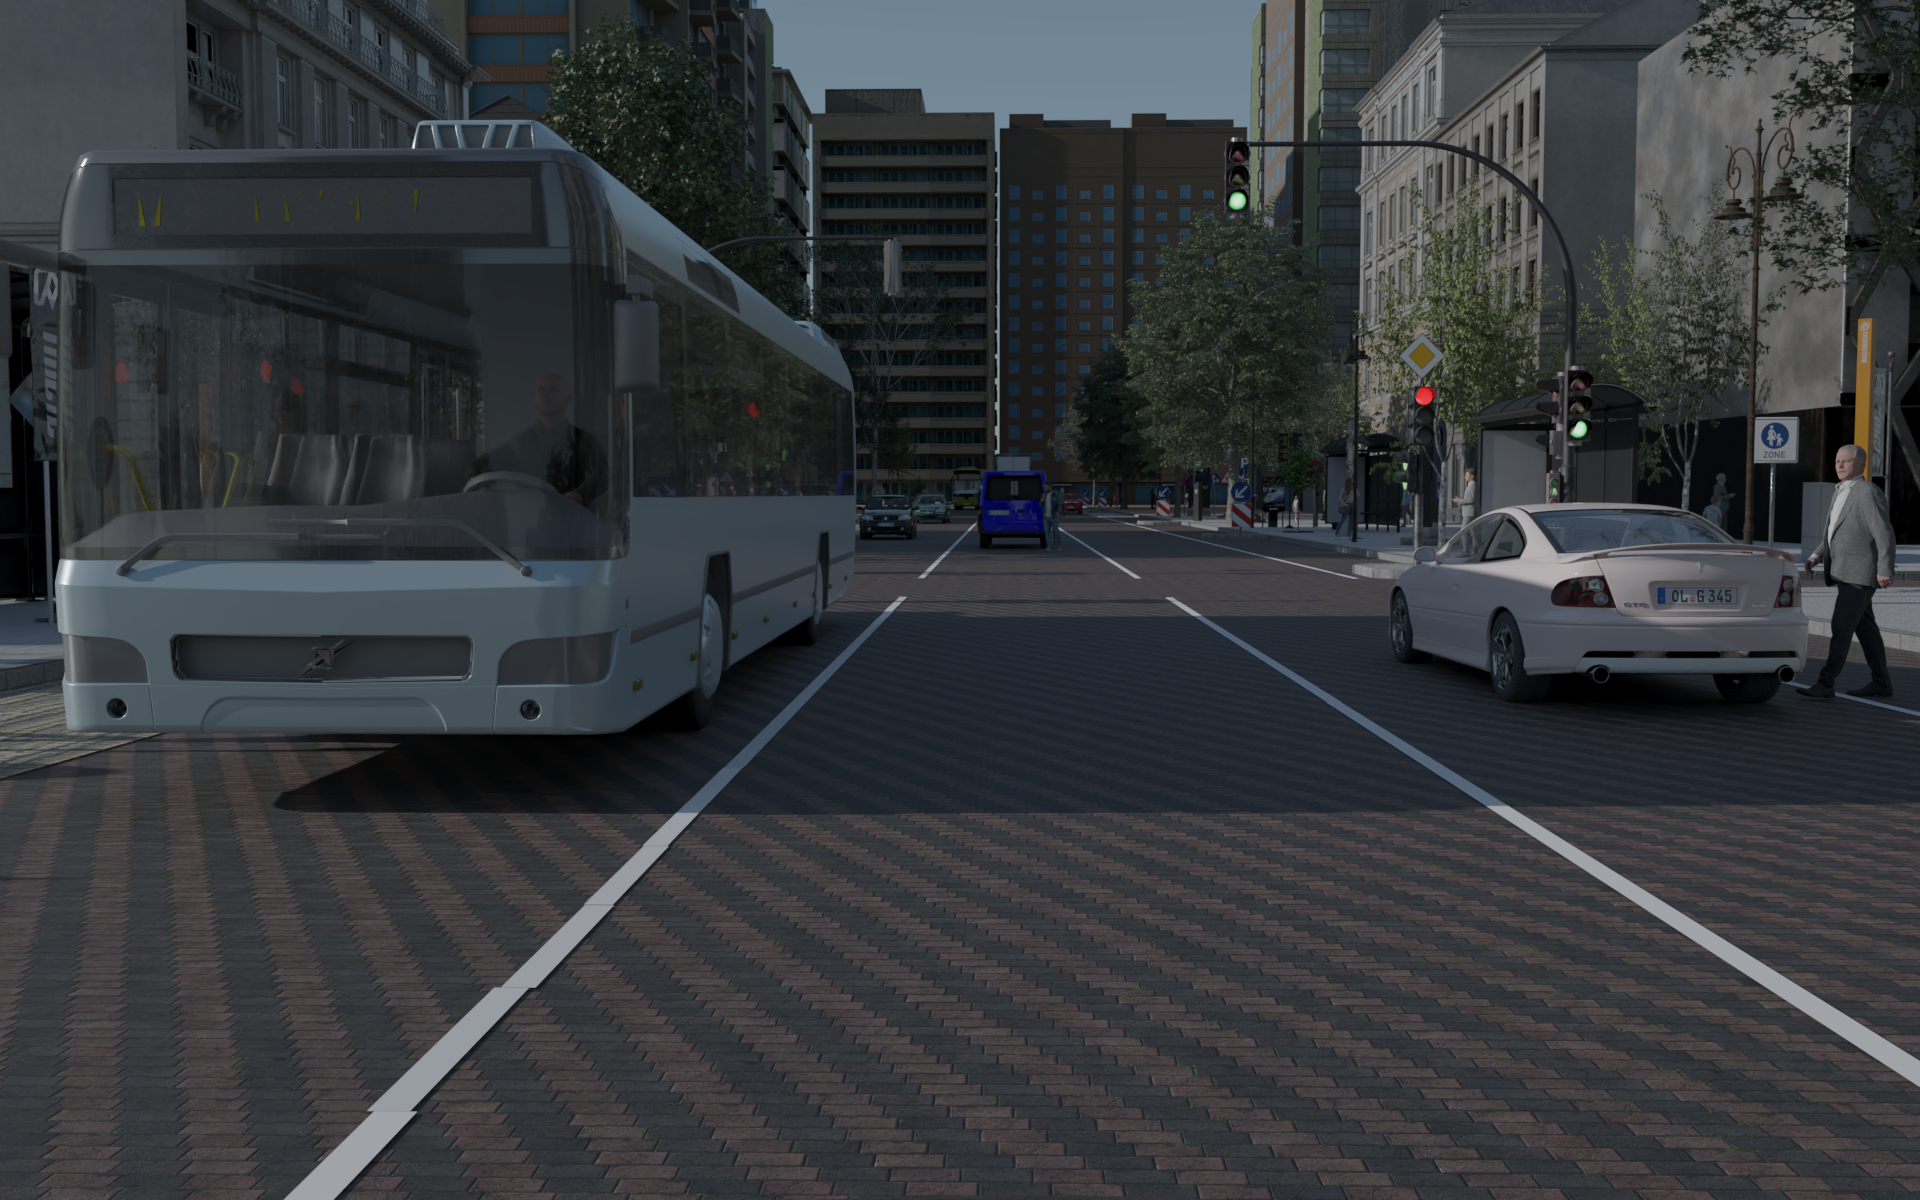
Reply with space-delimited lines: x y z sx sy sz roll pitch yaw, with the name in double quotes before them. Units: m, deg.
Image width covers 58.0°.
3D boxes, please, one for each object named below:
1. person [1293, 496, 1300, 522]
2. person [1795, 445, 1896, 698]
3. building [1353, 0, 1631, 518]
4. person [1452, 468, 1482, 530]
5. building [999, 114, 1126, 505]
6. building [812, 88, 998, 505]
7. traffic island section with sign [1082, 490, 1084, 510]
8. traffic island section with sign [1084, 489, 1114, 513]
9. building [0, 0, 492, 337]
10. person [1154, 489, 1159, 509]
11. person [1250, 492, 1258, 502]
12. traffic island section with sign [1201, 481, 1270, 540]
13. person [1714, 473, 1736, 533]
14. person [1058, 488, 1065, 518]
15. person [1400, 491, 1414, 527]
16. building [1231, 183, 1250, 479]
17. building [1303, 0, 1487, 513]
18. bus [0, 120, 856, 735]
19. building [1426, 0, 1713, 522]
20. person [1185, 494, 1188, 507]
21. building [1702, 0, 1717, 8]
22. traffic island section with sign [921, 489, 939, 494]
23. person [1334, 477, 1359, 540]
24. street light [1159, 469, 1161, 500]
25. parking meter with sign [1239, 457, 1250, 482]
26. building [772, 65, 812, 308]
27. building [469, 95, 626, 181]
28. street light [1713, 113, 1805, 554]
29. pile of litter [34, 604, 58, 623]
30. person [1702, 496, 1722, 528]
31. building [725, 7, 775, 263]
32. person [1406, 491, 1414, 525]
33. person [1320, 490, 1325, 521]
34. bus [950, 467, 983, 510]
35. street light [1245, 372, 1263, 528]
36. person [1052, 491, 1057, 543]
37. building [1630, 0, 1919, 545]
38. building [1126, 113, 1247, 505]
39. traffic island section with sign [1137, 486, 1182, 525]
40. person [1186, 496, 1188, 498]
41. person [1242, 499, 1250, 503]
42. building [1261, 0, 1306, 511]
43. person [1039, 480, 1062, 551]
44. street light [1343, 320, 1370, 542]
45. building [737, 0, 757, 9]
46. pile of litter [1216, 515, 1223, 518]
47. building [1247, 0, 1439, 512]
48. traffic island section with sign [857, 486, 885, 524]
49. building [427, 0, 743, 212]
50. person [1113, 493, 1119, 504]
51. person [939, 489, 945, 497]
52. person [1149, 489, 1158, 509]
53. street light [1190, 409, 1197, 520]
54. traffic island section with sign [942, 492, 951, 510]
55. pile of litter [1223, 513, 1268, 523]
"person" 15.321 -4.165 79.147 0.382 1.210 0.505 -2 4 -25
"person" 6.196 -0.199 12.151 0.834 1.777 0.661 -1 4 -9
"building" 30.076 -18.898 94.894 13.634 28.700 20.117 0 4 1
"person" 10.170 -1.745 34.769 0.583 1.804 0.606 1 4 18
"building" 11.834 -34.072 207.180 14.200 45.320 14.600 0 4 1
"building" -6.252 -35.908 210.799 21.600 48.544 21.300 0 4 1
"traffic island section with sign" 11.437 -9.231 159.547 1.989 1.847 2.006 0 4 1
"traffic island section with sign" 10.741 -7.575 132.475 1.989 1.847 2.006 0 4 1
"building" -24.437 -12.939 53.361 13.314 21.916 24.055 0 4 1
"person" 17.250 -8.846 151.409 1.217 1.736 0.721 -2 4 -25
"person" 21.785 -7.270 128.095 0.628 1.438 0.799 0 4 6
"traffic island section with sign" 8.733 -2.842 55.089 1.989 1.847 2.006 0 4 1
"person" 19.388 -2.308 43.957 0.590 1.801 0.661 2 4 31
"person" 6.078 -5.843 104.208 0.537 1.800 0.526 0 4 -1
"person" 17.320 -3.728 66.856 0.748 1.841 0.638 1 4 15
"building" 32.322 -23.932 162.983 14.160 30.474 14.107 0 4 1
"building" 30.769 -26.691 119.995 14.154 41.232 14.086 0 4 1
"bus" -2.668 -1.131 13.358 2.948 3.499 13.247 0 4 2
"building" 27.422 -13.877 76.035 9.793 20.994 18.267 0 4 1
"person" 23.246 -10.274 177.208 0.799 1.438 0.628 3 5 43
"building" 73.989 -44.012 157.840 20.611 71.187 20.563 0 4 1
"traffic island section with sign" -2.585 -7.598 132.861 1.989 1.847 2.006 0 4 1
"person" 10.778 -2.554 48.390 0.593 1.750 0.643 -2 4 -26
"street light" 12.059 -8.051 104.418 0.468 5.910 1.993 0 4 1
"parking meter with sign" 13.376 -5.281 82.601 0.543 3.016 1.738 0 4 -4
"building" -30.713 -38.230 214.306 27.495 52.752 28.713 0 4 1
"building" -22.101 -14.351 85.554 10.553 20.767 40.483 0 4 1
"street light" 9.843 -2.979 21.489 0.468 5.910 1.993 0 4 1
"pile of litter" -8.467 -0.230 17.725 1.719 0.858 1.176 -1 4 -13
"person" 14.996 -1.457 34.547 0.352 1.250 0.332 -2 4 -31
"building" -23.046 -28.024 141.781 14.154 41.232 14.086 0 4 1
"person" 18.718 -4.030 71.747 0.447 1.846 0.655 0 4 0
"person" 17.505 -4.649 82.452 0.661 1.777 0.834 -2 4 -24
"bus" 0.767 -10.280 159.629 2.896 3.916 12.252 0 4 2
"street light" 11.095 -5.673 65.547 0.468 5.910 1.993 0 4 1
"person" 2.623 -2.574 50.676 0.635 1.810 0.391 -1 4 -18
"building" 30.146 -11.042 47.997 16.811 18.784 16.820 0 4 1
"building" 26.031 -34.055 206.904 14.200 45.320 14.600 0 4 1
"traffic island section with sign" 9.433 -4.490 82.036 1.989 1.847 2.006 0 4 1
"person" 16.183 -6.902 119.606 1.217 1.736 0.721 0 4 6
"person" 12.428 -4.261 75.681 0.622 1.834 0.822 1 4 22
"building" 31.503 -29.598 134.035 14.600 45.320 14.200 0 4 1
"person" 2.288 -2.137 43.790 0.623 1.781 0.721 1 4 14
"street light" 10.531 -4.482 46.076 0.468 5.910 1.993 0 4 1
"building" -31.083 -51.758 158.914 31.000 86.520 22.319 0 4 1
"pile of litter" 14.140 -4.746 91.566 1.176 0.858 1.719 1 4 16
"building" 31.638 -28.428 148.393 14.154 41.232 14.086 0 4 1
"traffic island section with sign" -3.871 -4.555 83.098 1.989 1.847 2.006 0 4 1
"building" -27.157 -28.484 120.336 22.147 44.769 28.867 0 4 1
"person" 16.219 -10.493 180.856 1.065 1.426 0.557 -2 4 -27
"person" -1.086 -5.244 95.075 0.563 1.720 0.643 1 4 17
"person" 16.258 -8.492 145.606 0.721 1.735 1.217 3 4 39
"street light" 11.492 -6.849 84.774 0.468 5.910 1.993 0 4 1
"traffic island section with sign" -1.856 -9.299 160.666 1.989 1.847 2.006 0 4 1
"pile of litter" 12.973 -3.897 77.680 1.719 0.858 1.176 3 4 39
